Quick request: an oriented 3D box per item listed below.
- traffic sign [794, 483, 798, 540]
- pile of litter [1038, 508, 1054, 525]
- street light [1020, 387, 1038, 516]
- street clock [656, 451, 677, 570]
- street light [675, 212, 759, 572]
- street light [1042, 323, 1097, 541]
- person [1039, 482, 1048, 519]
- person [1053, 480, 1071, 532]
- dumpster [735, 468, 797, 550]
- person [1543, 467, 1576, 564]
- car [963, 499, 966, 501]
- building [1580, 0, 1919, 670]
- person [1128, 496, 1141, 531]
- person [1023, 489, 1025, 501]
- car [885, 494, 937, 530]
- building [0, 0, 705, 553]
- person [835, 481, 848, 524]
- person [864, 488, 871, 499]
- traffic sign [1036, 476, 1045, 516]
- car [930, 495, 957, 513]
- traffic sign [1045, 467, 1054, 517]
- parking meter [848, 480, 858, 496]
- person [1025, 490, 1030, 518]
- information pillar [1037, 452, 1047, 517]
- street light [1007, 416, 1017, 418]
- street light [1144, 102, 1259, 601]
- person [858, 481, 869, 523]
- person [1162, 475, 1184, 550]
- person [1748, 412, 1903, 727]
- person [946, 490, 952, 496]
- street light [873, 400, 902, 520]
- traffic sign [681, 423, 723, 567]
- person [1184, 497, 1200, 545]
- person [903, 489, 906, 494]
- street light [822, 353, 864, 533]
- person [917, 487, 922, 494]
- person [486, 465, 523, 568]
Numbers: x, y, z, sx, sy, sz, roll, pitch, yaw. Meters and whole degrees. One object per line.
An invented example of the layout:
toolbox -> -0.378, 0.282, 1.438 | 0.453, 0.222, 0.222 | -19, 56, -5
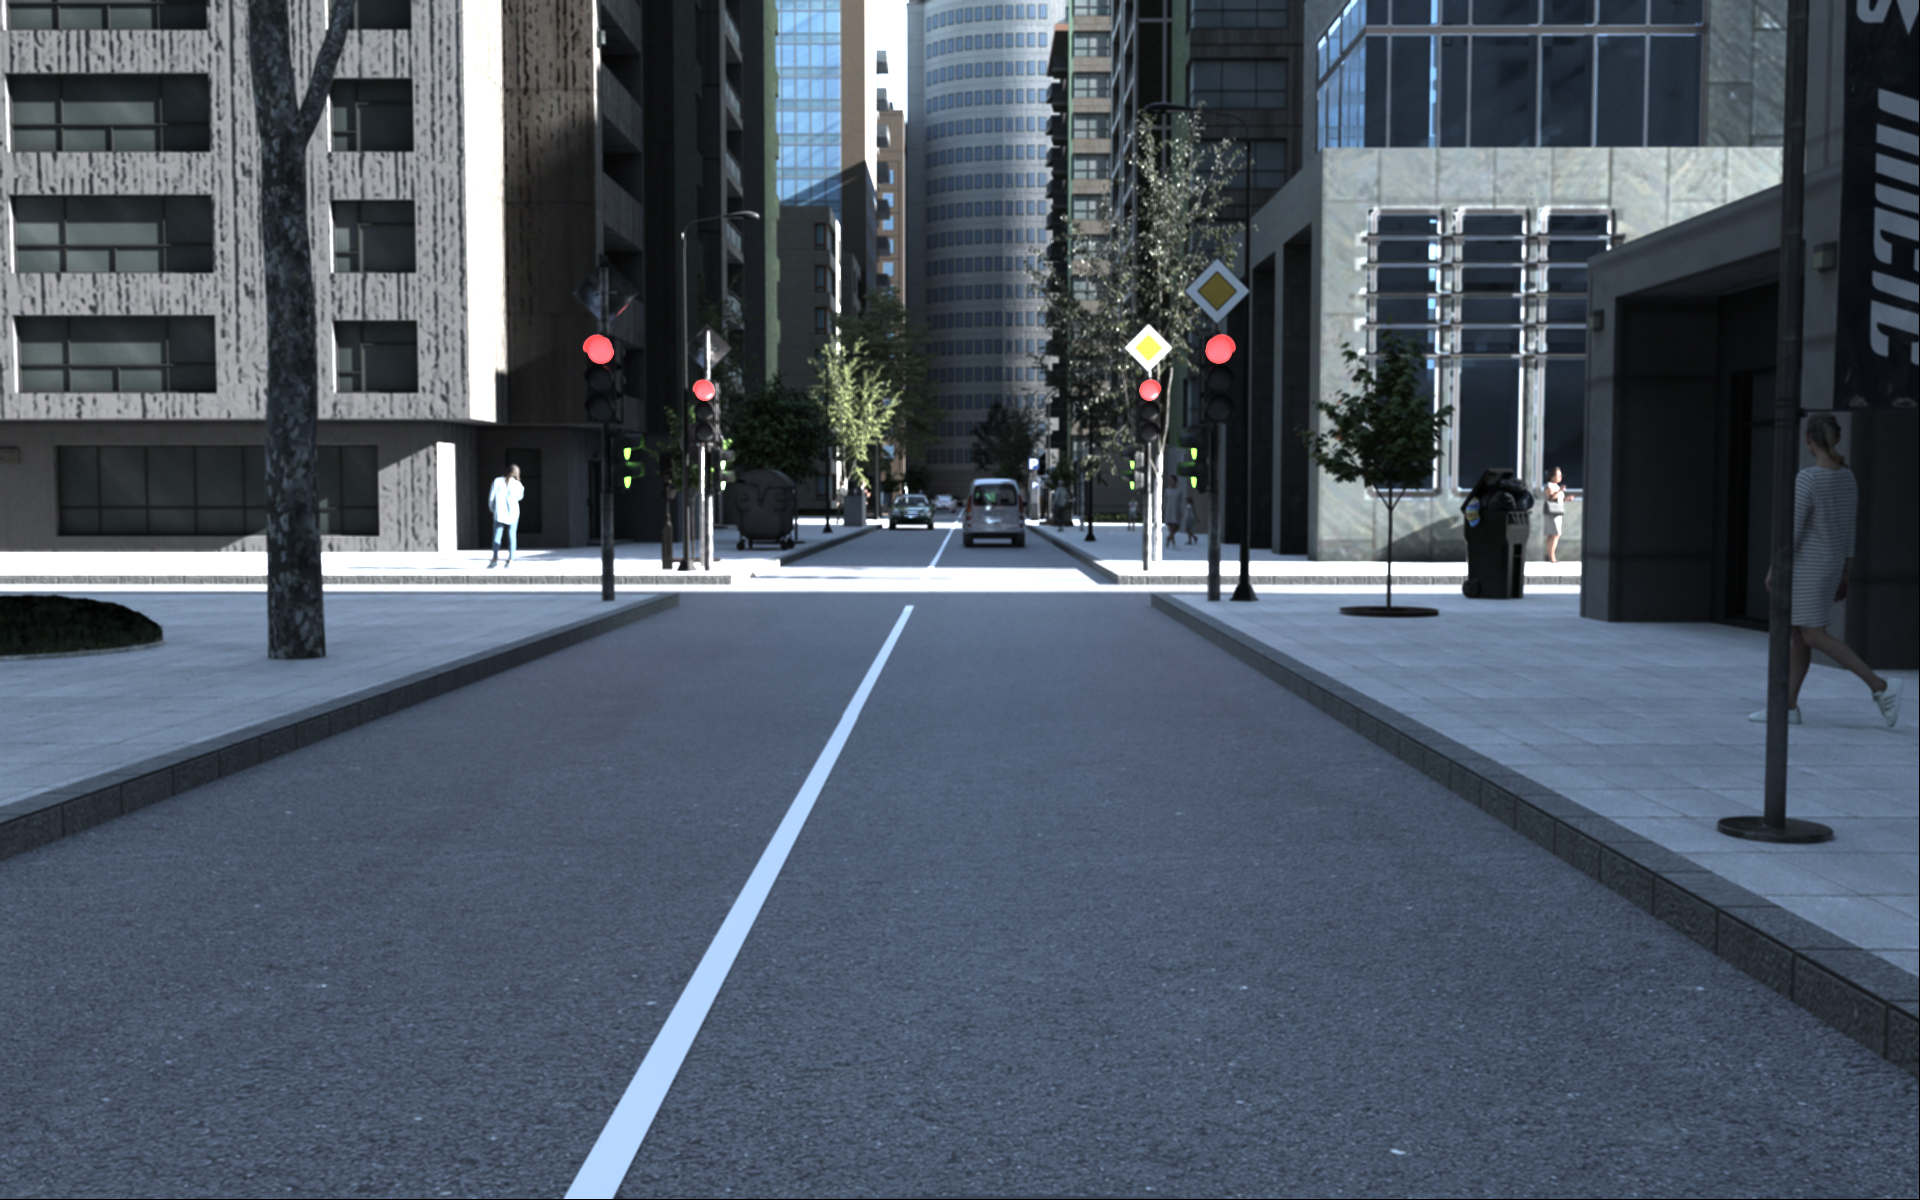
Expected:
traffic sign -> -4.554, -2.933, 48.067 | 0.768, 2.556, 0.104 | 1, 4, 9
pile of litter -> 3.817, -3.543, 71.889 | 1.176, 0.858, 1.719 | 0, 4, 1
street light -> 3.331, -6.290, 75.385 | 1.470, 5.913, 1.316 | 0, 4, 0
street clock -> -4.976, -1.518, 29.392 | 0.358, 2.002, 0.471 | -1, 4, -9
street light -> -4.007, -3.431, 28.643 | 1.470, 5.913, 1.316 | 0, 4, 0
street light -> 3.017, -4.562, 47.127 | 1.470, 5.913, 1.316 | 0, 4, 0
person -> 4.285, -5.027, 87.589 | 0.474, 1.900, 0.648 | -2, 4, -25
person -> 3.527, -3.236, 59.435 | 0.515, 1.767, 0.782 | 3, 5, 40
dumpster -> -4.496, -2.097, 40.050 | 1.264, 1.857, 1.865 | 0, 4, 0
person -> 11.025, -1.566, 32.008 | 0.532, 1.782, 0.716 | 3, 4, 36
car -> 1.178, -6.265, 111.236 | 1.959, 1.807, 4.718 | 0, 4, 0
building -> 16.619, -34.700, 5.601 | 20.563, 71.187, 20.611 | 0, 4, 0
person -> 6.051, -3.001, 60.131 | 0.505, 1.210, 0.382 | 1, 4, 18
person -> 6.224, -9.690, 165.140 | 0.621, 1.740, 0.551 | 1, 4, 14
car -> -1.995, -3.632, 71.177 | 2.131, 1.459, 4.920 | 0, 4, -1
building -> -14.492, -16.584, 42.845 | 14.160, 30.474, 14.107 | 0, 4, 0
person -> -5.140, -4.230, 74.974 | 0.659, 1.850, 0.755 | -2, 4, -31
person -> -6.047, -6.374, 111.725 | 0.593, 1.643, 0.415 | -3, 5, -41
traffic sign -> 4.454, -5.685, 95.072 | 0.606, 2.300, 0.079 | 0, 4, 6
car -> -1.275, -7.474, 134.562 | 2.083, 1.381, 4.827 | 0, 4, 1
traffic sign -> 4.319, -4.904, 80.292 | 0.768, 2.556, 0.104 | 0, 4, 3
parking meter -> -4.476, -4.073, 72.308 | 0.255, 1.863, 0.399 | 2, 4, 31
person -> 3.859, -5.338, 93.413 | 0.635, 1.810, 0.391 | 2, 4, 31
information pillar -> 4.558, -6.428, 96.451 | 0.504, 3.616, 0.183 | -1, 4, -9
street light -> 3.489, -8.019, 103.644 | 1.470, 5.913, 1.316 | 0, 4, 0
street light -> 2.887, -2.947, 20.723 | 1.470, 5.913, 1.316 | 0, 4, 0
person -> -4.187, -4.156, 73.763 | 0.755, 1.850, 0.659 | -2, 4, -24
person -> 4.930, -2.051, 40.332 | 0.466, 1.731, 0.760 | -1, 4, -23
person -> 4.783, -0.168, 9.546 | 0.760, 1.731, 0.466 | 2, 4, 28
person -> -1.104, -8.742, 151.963 | 0.750, 1.759, 0.617 | -3, 5, -43
street light -> -3.586, -6.916, 85.620 | 1.470, 5.913, 1.316 | 0, 4, 0
traffic sign -> -4.539, -1.855, 30.442 | 0.768, 2.556, 0.104 | 0, 4, 7
person -> 5.872, -2.012, 43.954 | 0.382, 1.210, 0.505 | 1, 4, 19
person -> -5.182, -9.736, 166.011 | 0.721, 1.735, 1.217 | -1, 4, -19
street light -> -3.857, -5.188, 57.361 | 1.470, 5.913, 1.316 | 0, 4, 0
person -> -3.489, -8.583, 146.248 | 0.599, 1.838, 0.709 | 1, 4, 19
person -> -7.935, -1.460, 30.176 | 0.793, 1.790, 0.793 | 3, 4, 37
